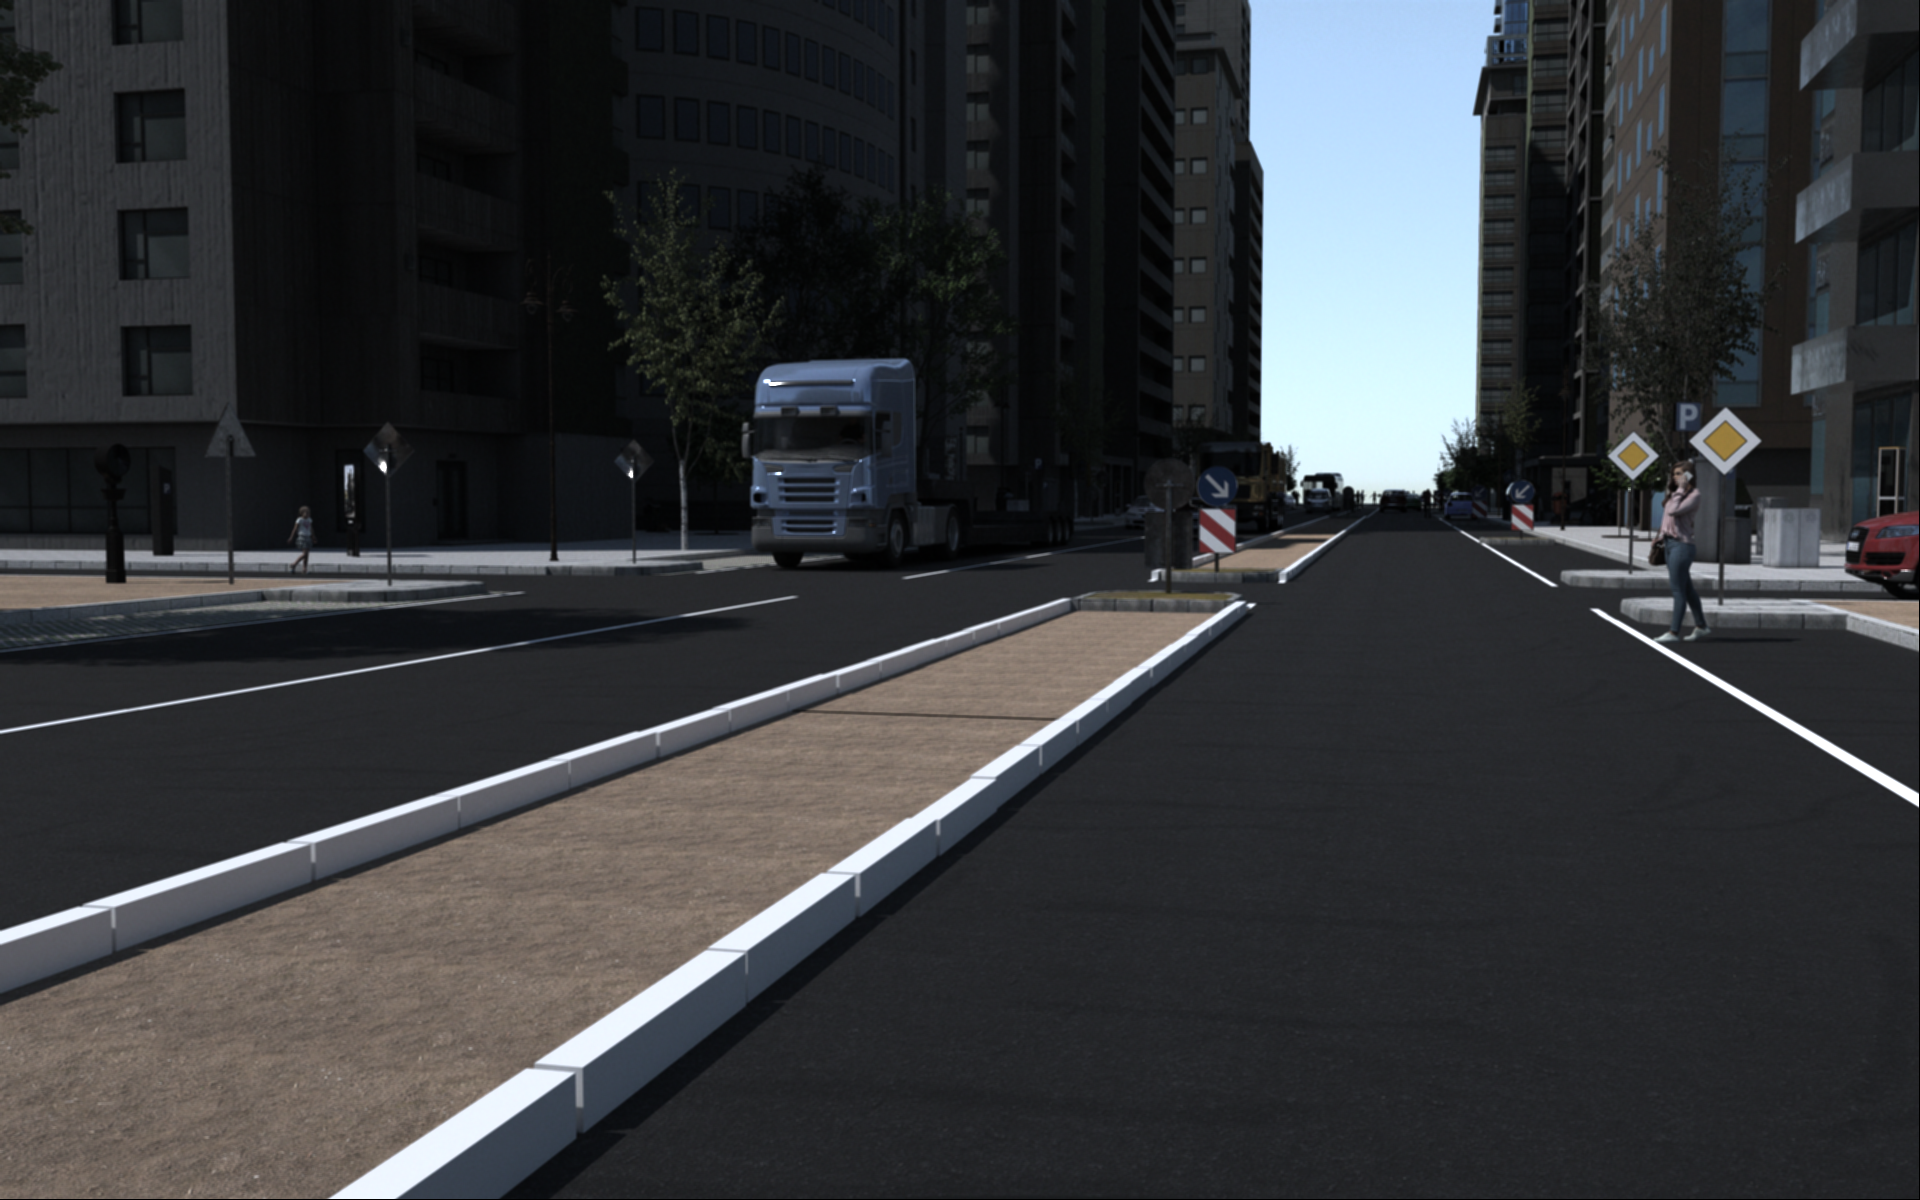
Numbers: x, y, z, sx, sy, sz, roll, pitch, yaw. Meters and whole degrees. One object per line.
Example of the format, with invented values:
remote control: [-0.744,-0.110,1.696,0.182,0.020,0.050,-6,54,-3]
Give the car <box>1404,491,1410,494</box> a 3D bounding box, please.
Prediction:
car: [51.836,-11.862,202.608,2.281,1.827,5.304,1,4,16]

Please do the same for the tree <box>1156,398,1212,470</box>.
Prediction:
tree: [17.119,-11.137,132.452,4.360,8.622,3.978,0,3,0]

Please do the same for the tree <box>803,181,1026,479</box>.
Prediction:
tree: [-1.505,-8.155,59.082,9.928,11.665,9.643,0,3,0]

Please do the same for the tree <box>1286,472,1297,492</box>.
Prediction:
tree: [48.079,-16.620,255.452,4.285,4.588,4.351,0,3,0]

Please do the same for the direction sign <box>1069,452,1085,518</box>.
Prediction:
direction sign: [6.268,-6.165,92.799,0.876,3.537,0.379,0,4,-8]

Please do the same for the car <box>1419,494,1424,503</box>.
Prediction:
car: [65.528,-14.369,244.519,1.945,1.707,3.694,1,4,15]

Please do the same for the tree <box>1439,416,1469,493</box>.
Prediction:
tree: [47.187,-12.973,162.474,4.737,8.622,4.395,0,3,0]

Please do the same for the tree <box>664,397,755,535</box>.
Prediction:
tree: [-7.753,-4.364,55.068,4.285,4.588,4.351,0,3,0]

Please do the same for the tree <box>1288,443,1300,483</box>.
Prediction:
tree: [47.201,-18.362,250.586,4.737,8.622,4.395,0,3,0]

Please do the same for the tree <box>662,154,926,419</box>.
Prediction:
tree: [-4.704,-6.917,47.510,7.601,10.594,8.767,1,4,17]

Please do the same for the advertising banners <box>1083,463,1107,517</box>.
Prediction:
advertising banners: [7.510,-6.094,95.827,0.090,3.025,2.074,3,5,42]

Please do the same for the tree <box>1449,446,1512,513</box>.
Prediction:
tree: [35.761,-8.148,116.928,4.285,4.588,4.351,0,3,0]

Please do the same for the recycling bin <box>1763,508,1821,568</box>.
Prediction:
recycling bin: [14.513,-1.081,30.231,0.722,1.027,0.722,0,4,5]

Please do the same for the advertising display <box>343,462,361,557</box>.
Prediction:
advertising display: [-12.492,-1.859,35.604,0.123,1.923,0.974,-2,4,-32]

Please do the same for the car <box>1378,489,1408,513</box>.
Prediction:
car: [33.993,-7.783,135.924,2.281,1.827,5.304,1,4,13]

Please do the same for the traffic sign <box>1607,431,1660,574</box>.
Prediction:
traffic sign: [10.715,-1.467,27.627,0.795,2.450,0.064,1,4,14]

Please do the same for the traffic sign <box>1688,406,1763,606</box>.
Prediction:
traffic sign: [8.757,-0.993,19.885,0.795,2.450,0.064,1,4,14]

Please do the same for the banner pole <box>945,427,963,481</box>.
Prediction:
banner pole: [-0.182,-4.561,64.589,0.863,3.779,0.401,-1,4,-10]

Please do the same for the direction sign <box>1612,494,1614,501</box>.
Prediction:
direction sign: [27.628,-4.971,73.281,0.379,3.537,0.876,1,4,22]

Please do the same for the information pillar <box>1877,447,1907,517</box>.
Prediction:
information pillar: [14.620,-1.389,27.203,0.304,2.012,0.304,-3,5,-40]

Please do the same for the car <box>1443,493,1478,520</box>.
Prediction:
car: [28.381,-5.416,98.145,1.945,1.707,3.694,1,4,13]

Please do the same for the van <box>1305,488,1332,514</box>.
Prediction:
van: [26.441,-7.373,127.565,2.013,2.044,4.112,1,4,16]

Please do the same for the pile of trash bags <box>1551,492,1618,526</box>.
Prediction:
pile of trash bags: [25.435,-3.652,69.464,3.447,1.369,1.912,0,4,-2]

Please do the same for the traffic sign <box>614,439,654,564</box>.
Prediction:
traffic sign: [-5.999,-1.726,31.861,0.795,2.450,0.064,1,4,14]

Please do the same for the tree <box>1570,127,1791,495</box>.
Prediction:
tree: [14.991,-5.215,35.636,4.360,8.622,3.978,0,3,0]

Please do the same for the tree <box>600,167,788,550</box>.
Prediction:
tree: [-6.204,-5.434,39.215,4.737,8.622,4.395,0,3,0]

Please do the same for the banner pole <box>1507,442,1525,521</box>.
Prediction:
banner pole: [26.565,-5.672,82.753,0.401,3.779,0.863,-2,4,-29]

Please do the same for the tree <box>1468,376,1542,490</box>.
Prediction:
tree: [34.554,-9.690,108.800,4.737,8.622,4.395,0,3,0]

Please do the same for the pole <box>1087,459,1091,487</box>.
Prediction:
pole: [7.367,-6.436,99.079,0.158,3.312,0.155,0,3,0]

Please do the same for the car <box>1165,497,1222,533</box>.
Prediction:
car: [7.601,-2.633,55.636,1.945,1.354,3.894,1,4,13]

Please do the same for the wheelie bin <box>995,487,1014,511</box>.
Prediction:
wheelie bin: [2.077,-4.505,81.566,0.980,1.594,0.693,2,4,25]

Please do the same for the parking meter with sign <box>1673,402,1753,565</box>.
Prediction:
parking meter with sign: [14.036,-2.199,32.219,0.543,3.016,1.738,-1,4,-15]

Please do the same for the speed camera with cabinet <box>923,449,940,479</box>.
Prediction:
speed camera with cabinet: [-0.980,-4.919,74.761,0.660,3.252,2.038,-1,4,-22]

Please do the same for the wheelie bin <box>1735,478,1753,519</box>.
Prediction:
wheelie bin: [15.056,-1.599,34.046,0.980,1.594,0.693,-1,4,-16]

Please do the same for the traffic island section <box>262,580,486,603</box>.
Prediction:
traffic island section: [-7.982,-0.117,24.187,2.009,0.180,2.903,1,4,14]

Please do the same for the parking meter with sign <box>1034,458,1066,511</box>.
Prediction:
parking meter with sign: [4.422,-5.400,84.543,1.738,3.016,0.543,-3,5,-44]

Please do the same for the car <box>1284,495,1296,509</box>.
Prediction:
car: [30.715,-9.248,163.564,2.083,1.381,4.827,1,4,13]

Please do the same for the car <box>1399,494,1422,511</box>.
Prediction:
car: [37.597,-8.311,144.673,1.959,1.807,4.718,1,4,13]

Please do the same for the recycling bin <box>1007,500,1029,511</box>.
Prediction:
recycling bin: [2.477,-3.769,74.170,0.722,1.027,0.722,3,4,39]

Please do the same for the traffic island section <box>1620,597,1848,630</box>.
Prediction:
traffic island section: [8.781,0.142,19.956,2.009,0.180,2.903,1,4,14]

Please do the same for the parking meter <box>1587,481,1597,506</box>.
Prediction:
parking meter: [27.482,-4.258,75.334,0.399,1.863,0.255,2,4,28]

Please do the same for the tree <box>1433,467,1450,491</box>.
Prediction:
tree: [53.506,-12.395,186.371,4.285,4.588,4.351,0,3,0]

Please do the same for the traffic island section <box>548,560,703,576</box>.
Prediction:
traffic island section: [-6.024,-0.590,31.929,2.009,0.180,2.903,1,4,14]

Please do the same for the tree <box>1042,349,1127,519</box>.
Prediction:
tree: [6.107,-8.421,88.045,4.737,8.622,4.395,0,3,0]

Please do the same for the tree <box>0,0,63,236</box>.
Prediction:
tree: [-12.245,-6.019,16.534,7.486,12.596,7.792,0,3,0]

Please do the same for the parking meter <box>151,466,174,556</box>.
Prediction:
parking meter: [-16.623,-1.859,36.103,0.255,1.863,0.399,1,4,12]

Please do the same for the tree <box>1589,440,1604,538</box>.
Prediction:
tree: [19.311,-3.446,50.944,1.663,3.219,1.824,0,3,0]

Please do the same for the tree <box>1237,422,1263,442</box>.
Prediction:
tree: [28.080,-13.676,173.969,4.737,8.622,4.395,0,3,0]

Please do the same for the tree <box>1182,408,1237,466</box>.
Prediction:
tree: [21.247,-12.164,149.238,4.737,8.622,4.395,0,3,0]

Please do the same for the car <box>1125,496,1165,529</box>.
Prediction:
car: [8.032,-3.669,72.357,2.083,1.381,4.827,1,4,13]

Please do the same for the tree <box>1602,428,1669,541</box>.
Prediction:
tree: [18.981,-3.228,47.379,1.663,3.219,1.824,0,3,0]

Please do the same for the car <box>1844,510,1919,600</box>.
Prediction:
car: [14.332,-0.832,22.271,5.304,1.827,2.281,1,4,13]

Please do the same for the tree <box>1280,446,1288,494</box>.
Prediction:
tree: [34.368,-15.311,200.696,4.737,8.622,4.395,0,3,0]

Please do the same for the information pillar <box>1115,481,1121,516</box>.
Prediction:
information pillar: [9.129,-5.855,100.215,0.304,2.012,0.304,0,4,3]

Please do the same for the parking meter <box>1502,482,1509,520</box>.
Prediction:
parking meter: [26.704,-4.833,84.733,0.255,1.863,0.399,1,4,9]

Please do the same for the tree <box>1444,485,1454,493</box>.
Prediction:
tree: [57.851,-12.825,204.297,1.663,3.219,1.824,0,3,0]

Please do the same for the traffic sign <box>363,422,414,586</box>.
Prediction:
traffic sign: [-7.958,-1.252,24.119,0.795,2.450,0.064,1,4,14]

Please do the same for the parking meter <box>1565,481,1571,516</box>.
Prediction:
parking meter: [26.335,-4.253,75.253,0.255,1.863,0.399,2,4,34]

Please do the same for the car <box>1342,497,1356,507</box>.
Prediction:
car: [42.745,-11.088,191.083,2.009,1.686,4.222,1,4,16]

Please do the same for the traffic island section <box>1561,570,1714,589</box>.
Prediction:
traffic island section: [10.740,-0.331,27.698,2.009,0.180,2.903,1,4,14]
